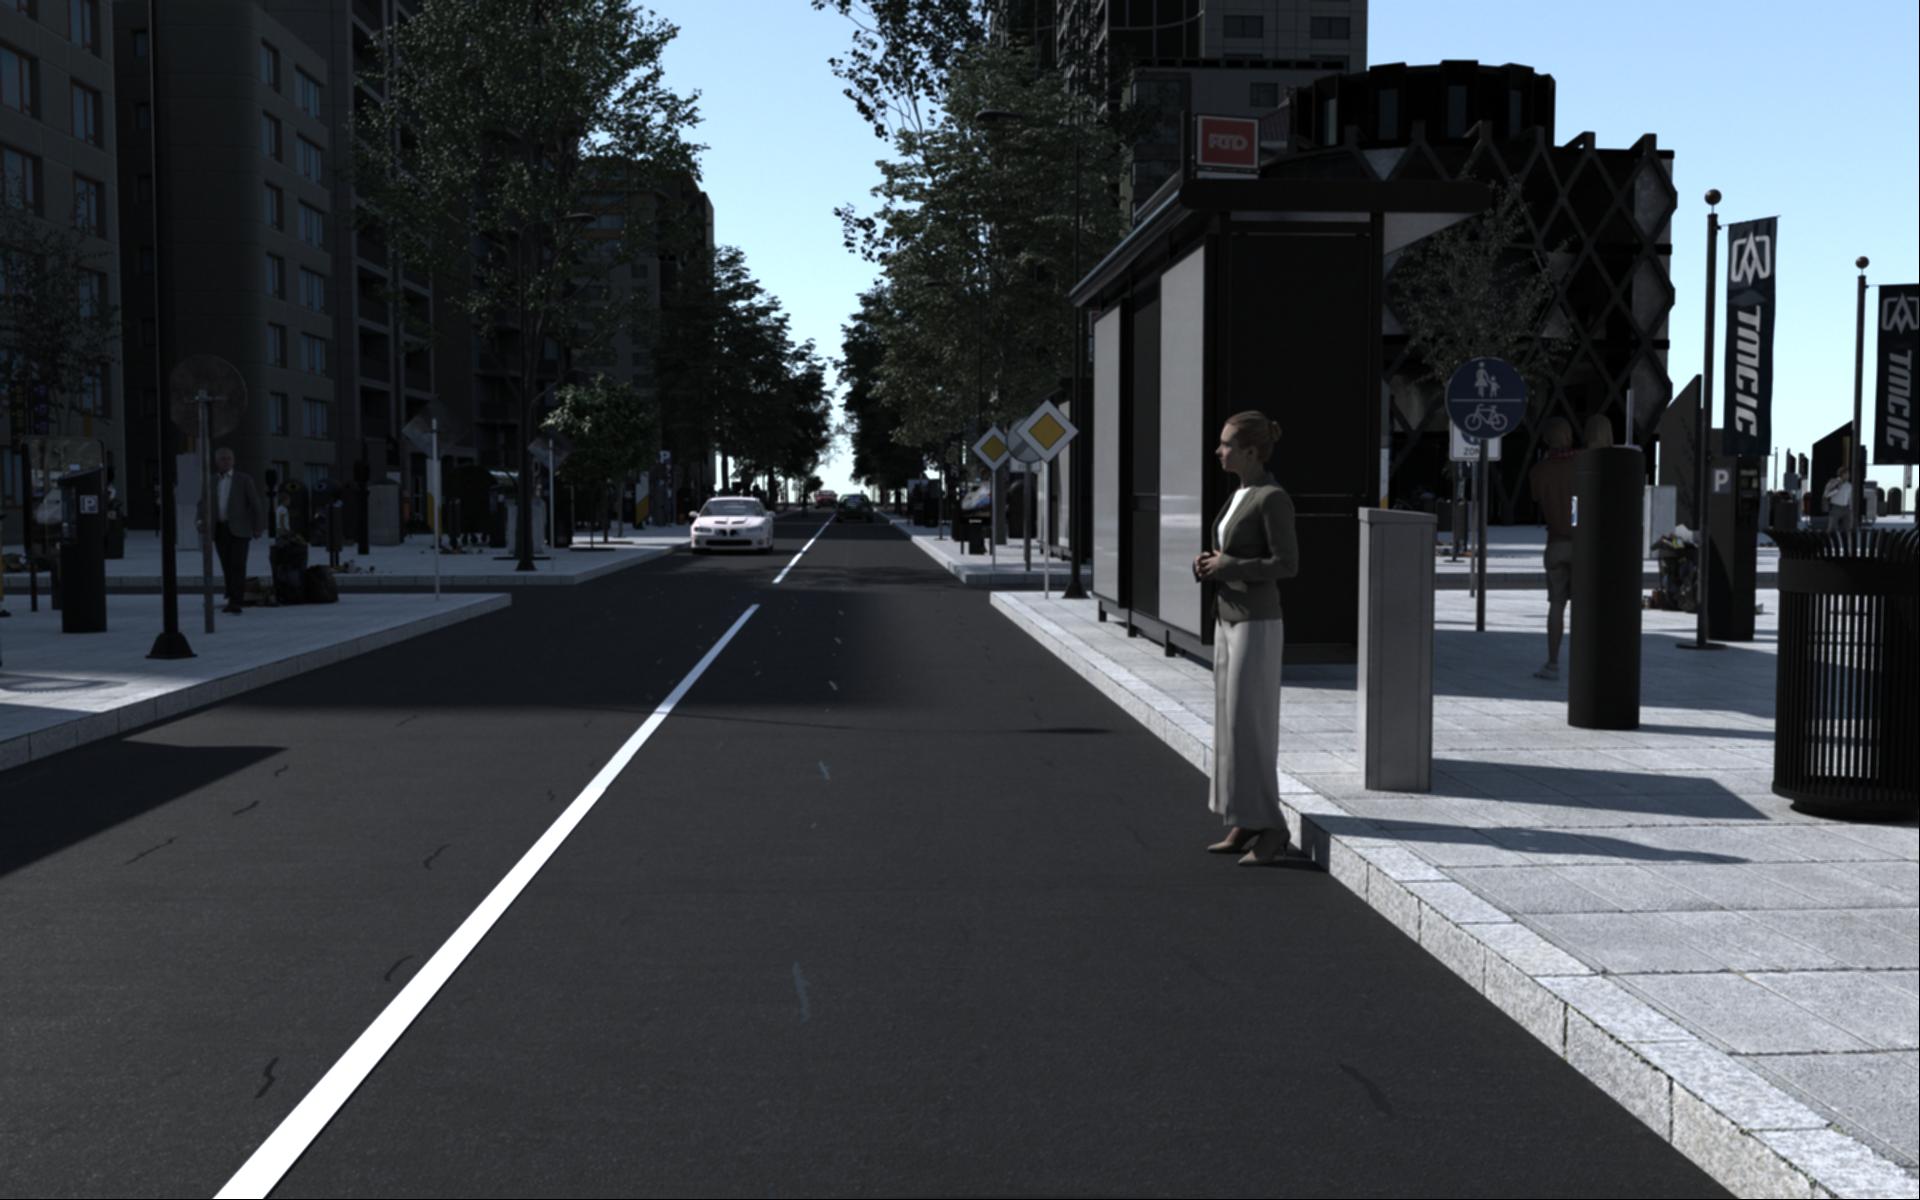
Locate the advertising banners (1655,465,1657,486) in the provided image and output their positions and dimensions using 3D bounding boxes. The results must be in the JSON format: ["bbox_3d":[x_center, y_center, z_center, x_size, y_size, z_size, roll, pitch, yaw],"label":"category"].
[{"bbox_3d":[40.915,-6.524,102.848,2.074,3.025,0.090,-3,5,-44],"label":"advertising banners"}]

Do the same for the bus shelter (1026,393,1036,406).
[{"bbox_3d":[2.586,-3.532,35.376,2.179,5.291,8.768,0,4,-4],"label":"bus shelter"}]

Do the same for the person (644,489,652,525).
[{"bbox_3d":[-12.960,-4.007,71.524,0.622,1.834,0.822,1,4,18],"label":"person"}]

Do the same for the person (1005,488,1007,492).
[{"bbox_3d":[3.846,-8.637,147.402,1.348,1.807,0.705,2,4,24],"label":"person"}]

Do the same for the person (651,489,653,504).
[{"bbox_3d":[-25.808,-8.465,145.387,0.436,1.711,0.756,2,4,24],"label":"person"}]

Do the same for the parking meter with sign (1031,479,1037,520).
[{"bbox_3d":[3.695,-5.469,85.674,0.543,3.016,1.738,3,5,41],"label":"parking meter with sign"}]

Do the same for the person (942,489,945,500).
[{"bbox_3d":[-1.278,-6.100,106.231,0.568,1.767,0.683,2,4,28],"label":"person"}]

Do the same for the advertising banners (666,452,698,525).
[{"bbox_3d":[-11.630,-4.652,72.242,0.090,3.025,2.074,2,4,33],"label":"advertising banners"}]

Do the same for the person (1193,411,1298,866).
[{"bbox_3d":[1.106,0.133,6.873,0.362,1.759,0.519,-1,4,-11],"label":"person"}]

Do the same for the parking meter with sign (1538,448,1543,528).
[{"bbox_3d":[22.856,-4.247,65.705,1.738,3.016,0.543,1,4,10],"label":"parking meter with sign"}]

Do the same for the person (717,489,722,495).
[{"bbox_3d":[-11.678,-4.846,85.288,0.660,1.820,0.620,0,4,-4],"label":"person"}]

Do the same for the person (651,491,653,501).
[{"bbox_3d":[-17.623,-5.753,100.446,0.623,1.781,0.721,0,4,-5],"label":"person"}]

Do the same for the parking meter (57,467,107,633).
[{"bbox_3d":[-8.151,-0.469,16.081,0.372,1.533,0.369,0,3,0],"label":"parking meter"}]

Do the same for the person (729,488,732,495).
[{"bbox_3d":[-17.223,-7.471,128.730,0.617,1.759,0.750,2,4,29],"label":"person"}]

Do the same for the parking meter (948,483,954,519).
[{"bbox_3d":[-0.476,-5.104,89.160,0.255,1.863,0.399,1,4,17],"label":"parking meter"}]

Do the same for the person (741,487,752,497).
[{"bbox_3d":[-13.687,-6.495,112.172,1.348,1.831,0.705,1,4,20],"label":"person"}]

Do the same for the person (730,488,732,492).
[{"bbox_3d":[-17.435,-7.606,130.925,1.217,1.766,0.721,-3,5,-44],"label":"person"}]

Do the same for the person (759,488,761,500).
[{"bbox_3d":[-15.510,-7.808,134.151,0.568,1.767,0.683,-2,4,-34],"label":"person"}]

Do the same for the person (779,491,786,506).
[{"bbox_3d":[-19.663,-11.278,191.155,1.217,1.735,0.721,1,4,10],"label":"person"}]

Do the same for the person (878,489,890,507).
[{"bbox_3d":[-7.580,-10.156,172.606,1.217,1.766,0.721,0,4,4],"label":"person"}]

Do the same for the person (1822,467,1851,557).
[{"bbox_3d":[17.862,-1.782,35.280,0.679,1.850,0.850,-1,4,-15],"label":"person"}]

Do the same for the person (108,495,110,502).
[{"bbox_3d":[-18.144,-1.602,36.514,0.394,1.301,0.425,1,4,12],"label":"person"}]

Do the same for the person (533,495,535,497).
[{"bbox_3d":[-13.940,-2.988,55.254,0.532,1.782,0.716,2,4,29],"label":"person"}]

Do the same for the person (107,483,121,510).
[{"bbox_3d":[-22.997,-2.490,46.773,0.581,1.822,0.654,-3,5,-41],"label":"person"}]

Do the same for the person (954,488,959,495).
[{"bbox_3d":[-0.360,-7.101,122.148,1.348,1.823,0.705,2,4,29],"label":"person"}]

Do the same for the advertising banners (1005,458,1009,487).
[{"bbox_3d":[2.045,-4.359,67.465,0.090,3.025,2.074,-1,4,-14],"label":"advertising banners"}]

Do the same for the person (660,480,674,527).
[{"bbox_3d":[-11.414,-3.750,67.372,0.581,1.822,0.654,-2,4,-33],"label":"person"}]

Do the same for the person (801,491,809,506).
[{"bbox_3d":[-17.161,-11.298,191.567,0.742,1.727,0.445,-2,4,-30],"label":"person"}]

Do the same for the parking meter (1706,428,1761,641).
[{"bbox_3d":[6.786,-0.581,15.213,0.255,1.863,0.399,-1,4,-20],"label":"parking meter"}]

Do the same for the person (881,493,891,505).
[{"bbox_3d":[-8.789,-12.153,204.747,1.348,1.824,0.705,-2,4,-34],"label":"person"}]

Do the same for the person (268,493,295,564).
[{"bbox_3d":[-11.960,-1.238,30.528,0.306,1.304,0.590,2,4,34],"label":"person"}]

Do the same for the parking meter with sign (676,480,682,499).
[{"bbox_3d":[-14.592,-5.654,88.709,1.738,3.016,0.543,-2,4,-25],"label":"parking meter with sign"}]

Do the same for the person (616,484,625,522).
[{"bbox_3d":[-15.739,-4.535,80.381,0.526,1.800,0.537,0,4,1],"label":"person"}]

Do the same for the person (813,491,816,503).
[{"bbox_3d":[-21.493,-15.276,256.333,0.721,1.766,1.217,1,4,12],"label":"person"}]

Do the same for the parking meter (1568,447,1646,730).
[{"bbox_3d":[3.560,-0.069,9.538,0.372,1.533,0.369,0,3,0],"label":"parking meter"}]

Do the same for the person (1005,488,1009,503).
[{"bbox_3d":[3.992,-8.454,144.818,0.990,1.755,0.434,1,4,11],"label":"person"}]

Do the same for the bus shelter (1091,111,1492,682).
[{"bbox_3d":[2.271,-2.340,15.897,2.179,5.291,8.768,0,4,-3],"label":"bus shelter"}]

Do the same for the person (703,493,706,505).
[{"bbox_3d":[-19.449,-7.574,130.673,1.217,1.735,0.721,3,4,36],"label":"person"}]

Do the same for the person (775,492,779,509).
[{"bbox_3d":[-15.375,-8.429,144.784,0.541,1.710,0.530,-1,4,-19],"label":"person"}]

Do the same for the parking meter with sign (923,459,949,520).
[{"bbox_3d":[-1.273,-5.504,86.258,1.738,3.016,0.543,3,5,44],"label":"parking meter with sign"}]

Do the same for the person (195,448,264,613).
[{"bbox_3d":[-7.853,-0.743,18.586,0.661,1.777,0.834,-1,4,-12],"label":"person"}]

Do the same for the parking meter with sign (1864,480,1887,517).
[{"bbox_3d":[51.104,-6.178,97.269,1.738,3.016,0.543,0,4,8],"label":"parking meter with sign"}]

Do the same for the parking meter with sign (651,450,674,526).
[{"bbox_3d":[-12.074,-4.491,69.687,0.543,3.016,1.738,-2,4,-23],"label":"parking meter with sign"}]

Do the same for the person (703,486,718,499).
[{"bbox_3d":[-15.687,-6.355,110.032,1.350,1.814,0.705,1,4,10],"label":"person"}]

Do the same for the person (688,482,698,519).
[{"bbox_3d":[-12.306,-4.567,80.816,0.850,1.850,0.679,-1,4,-21],"label":"person"}]

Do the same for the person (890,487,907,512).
[{"bbox_3d":[-4.375,-7.118,122.438,1.348,1.822,0.705,-2,4,-30],"label":"person"}]

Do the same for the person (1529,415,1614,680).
[{"bbox_3d":[4.283,-0.365,11.989,0.580,1.828,0.573,-1,4,-10],"label":"person"}]

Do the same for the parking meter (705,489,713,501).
[{"bbox_3d":[-12.936,-4.949,89.325,0.372,1.533,0.369,0,3,0],"label":"parking meter"}]
